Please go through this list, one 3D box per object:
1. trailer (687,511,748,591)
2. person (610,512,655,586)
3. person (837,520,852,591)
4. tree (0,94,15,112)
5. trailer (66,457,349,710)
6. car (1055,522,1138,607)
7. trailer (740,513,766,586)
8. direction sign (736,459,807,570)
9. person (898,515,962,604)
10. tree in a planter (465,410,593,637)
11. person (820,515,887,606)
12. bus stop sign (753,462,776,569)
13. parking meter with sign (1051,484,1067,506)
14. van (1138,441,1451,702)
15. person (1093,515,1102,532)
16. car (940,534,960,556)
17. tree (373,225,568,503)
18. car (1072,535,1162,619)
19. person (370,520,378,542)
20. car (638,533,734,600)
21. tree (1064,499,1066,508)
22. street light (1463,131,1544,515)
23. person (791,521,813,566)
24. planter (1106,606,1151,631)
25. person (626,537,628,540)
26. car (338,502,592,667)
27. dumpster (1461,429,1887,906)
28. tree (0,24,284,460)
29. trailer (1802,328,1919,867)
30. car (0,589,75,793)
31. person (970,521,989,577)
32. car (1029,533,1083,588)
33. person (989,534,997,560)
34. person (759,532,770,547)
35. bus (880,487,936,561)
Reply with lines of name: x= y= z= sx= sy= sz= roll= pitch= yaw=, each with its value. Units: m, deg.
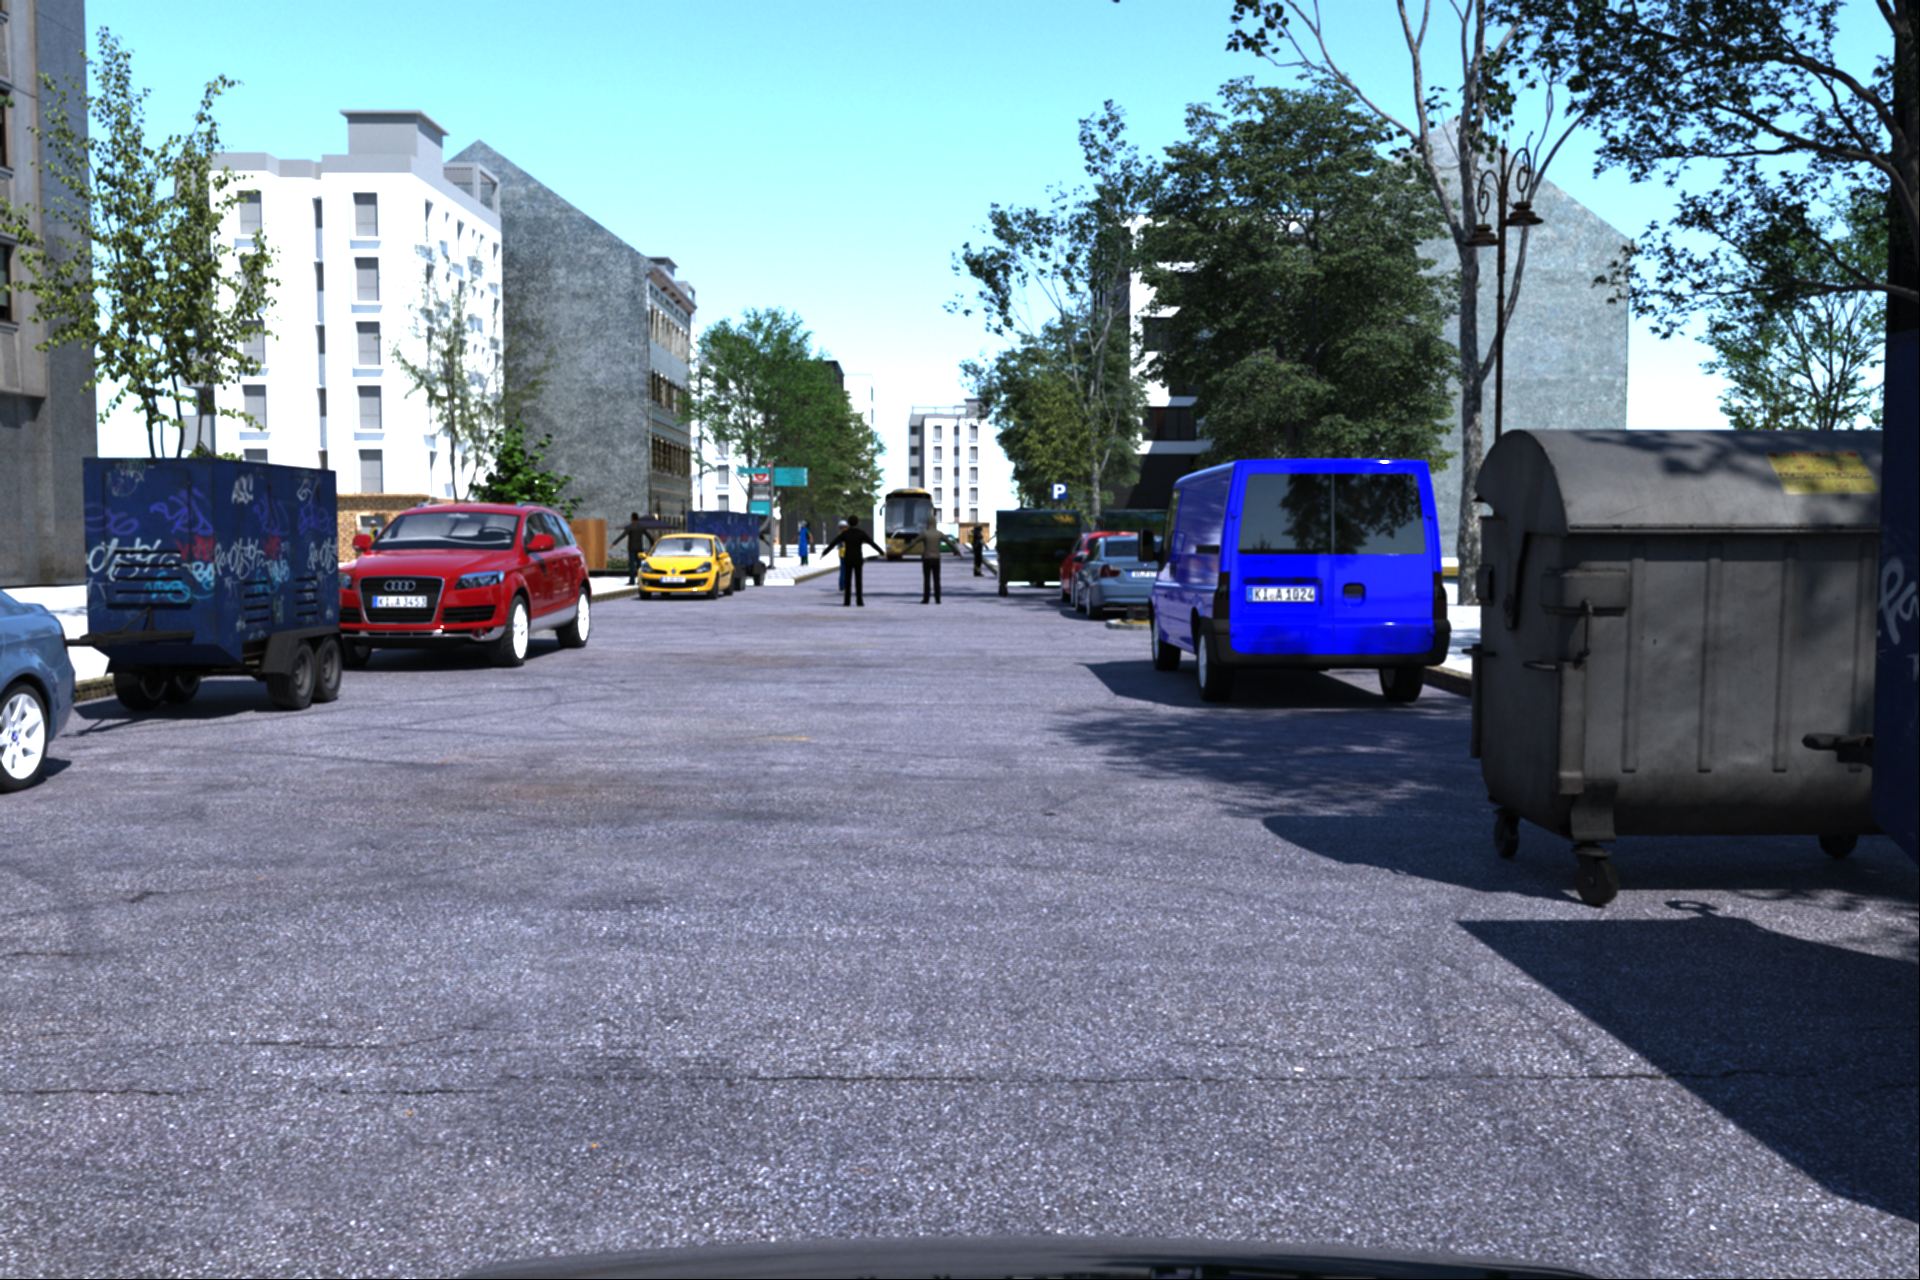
trailer: x=-6.198 y=-2.209 z=43.168 sx=1.471 sy=1.999 sz=3.904 roll=0 pitch=3 yaw=0
person: x=-8.126 y=-2.274 z=43.244 sx=0.705 sy=1.821 sz=1.348 roll=3 pitch=5 yaw=44
person: x=-2.833 y=-2.109 z=43.399 sx=0.721 sy=1.772 sz=1.216 roll=0 pitch=4 yaw=4
tree: x=-12.012 y=-6.529 z=13.410 sx=9.857 sy=13.997 sz=8.962 roll=0 pitch=3 yaw=0
trailer: x=-6.046 y=-0.404 z=13.654 sx=1.471 sy=1.999 sz=3.904 roll=0 pitch=4 yaw=-1
car: x=3.040 y=-1.606 z=35.301 sx=2.155 sy=1.783 sz=4.494 roll=0 pitch=4 yaw=-1
trailer: x=-6.208 y=-2.477 z=47.544 sx=1.471 sy=1.999 sz=3.904 roll=0 pitch=3 yaw=0
direction sign: x=-6.737 y=-4.516 z=62.603 sx=2.525 sy=3.948 sz=1.411 roll=0 pitch=4 yaw=-1
person: x=-0.587 y=-1.648 z=35.533 sx=1.348 sy=1.813 sz=0.705 roll=-1 pitch=4 yaw=-13
tree in a planter: x=-6.418 y=-1.700 z=25.023 sx=1.991 sy=3.239 sz=1.994 roll=0 pitch=4 yaw=0
person: x=-2.116 y=-1.575 z=34.388 sx=1.347 sy=1.806 sz=0.705 roll=0 pitch=4 yaw=-2
bus stop sign: x=-7.275 y=-4.636 z=64.501 sx=0.855 sy=3.939 sz=0.416 roll=0 pitch=4 yaw=0
parking meter with sign: x=3.420 y=-3.832 z=58.921 sx=0.543 sy=3.016 sz=1.738 roll=0 pitch=3 yaw=0
van: x=2.985 y=-0.739 z=16.462 sx=2.240 sy=2.365 sz=5.245 roll=0 pitch=4 yaw=-1
person: x=4.227 y=-2.859 z=52.606 sx=0.705 sy=1.847 sz=1.347 roll=0 pitch=4 yaw=7
car: x=-1.072 y=-6.371 z=115.962 sx=2.131 sy=1.459 sz=4.920 roll=0 pitch=3 yaw=0
tree: x=-12.492 y=-5.617 z=42.201 sx=4.360 sy=8.622 sz=3.978 roll=0 pitch=3 yaw=0
car: x=3.002 y=-1.122 z=30.341 sx=2.014 sy=1.417 sz=4.499 roll=0 pitch=4 yaw=0
person: x=-23.731 y=-3.917 z=70.004 sx=0.705 sy=1.833 sz=1.349 roll=-2 pitch=4 yaw=-31
car: x=-6.140 y=-1.760 z=38.999 sx=2.015 sy=1.641 sz=3.980 roll=0 pitch=3 yaw=0
tree: x=15.226 y=-23.750 z=244.206 sx=12.611 sy=20.169 sz=13.585 roll=0 pitch=3 yaw=0
street light: x=6.364 y=-2.915 z=20.452 sx=0.468 sy=5.910 sz=1.993 roll=0 pitch=4 yaw=-1
person: x=-6.302 y=-3.882 z=69.595 sx=0.704 sy=1.817 sz=1.347 roll=-3 pitch=5 yaw=-42
planter: x=3.262 y=-0.334 z=26.593 sx=1.991 sy=0.319 sz=1.994 roll=0 pitch=4 yaw=0
person: x=-16.643 y=-4.913 z=87.130 sx=0.721 sy=1.733 sz=1.217 roll=0 pitch=4 yaw=0
car: x=-5.739 y=-0.712 z=20.322 sx=2.281 sy=1.827 sz=5.304 roll=0 pitch=3 yaw=0
dumpster: x=3.139 y=0.065 z=7.147 sx=1.865 sy=1.857 sz=1.264 roll=0 pitch=4 yaw=-1
tree: x=-11.826 y=-4.599 z=25.563 sx=4.737 sy=8.622 sz=4.395 roll=0 pitch=3 yaw=0
trailer: x=3.147 y=0.168 z=4.299 sx=1.471 sy=1.999 sz=3.904 roll=0 pitch=4 yaw=-1
car: x=-6.080 y=0.222 z=8.372 sx=2.014 sy=1.417 sz=4.499 roll=0 pitch=3 yaw=0
person: x=0.636 y=-3.075 z=58.511 sx=0.705 sy=1.856 sz=1.354 roll=-1 pitch=4 yaw=-19
car: x=2.854 y=-2.370 z=47.553 sx=1.959 sy=1.807 sz=4.718 roll=0 pitch=4 yaw=-1
person: x=2.009 y=-4.827 z=85.110 sx=1.347 sy=1.806 sz=0.705 roll=-2 pitch=4 yaw=-35
person: x=-6.329 y=-2.804 z=51.614 sx=1.354 sy=1.858 sz=0.705 roll=-1 pitch=4 yaw=-14
bus: x=-2.691 y=-6.296 z=94.491 sx=2.896 sy=3.916 sz=12.252 roll=0 pitch=4 yaw=0
